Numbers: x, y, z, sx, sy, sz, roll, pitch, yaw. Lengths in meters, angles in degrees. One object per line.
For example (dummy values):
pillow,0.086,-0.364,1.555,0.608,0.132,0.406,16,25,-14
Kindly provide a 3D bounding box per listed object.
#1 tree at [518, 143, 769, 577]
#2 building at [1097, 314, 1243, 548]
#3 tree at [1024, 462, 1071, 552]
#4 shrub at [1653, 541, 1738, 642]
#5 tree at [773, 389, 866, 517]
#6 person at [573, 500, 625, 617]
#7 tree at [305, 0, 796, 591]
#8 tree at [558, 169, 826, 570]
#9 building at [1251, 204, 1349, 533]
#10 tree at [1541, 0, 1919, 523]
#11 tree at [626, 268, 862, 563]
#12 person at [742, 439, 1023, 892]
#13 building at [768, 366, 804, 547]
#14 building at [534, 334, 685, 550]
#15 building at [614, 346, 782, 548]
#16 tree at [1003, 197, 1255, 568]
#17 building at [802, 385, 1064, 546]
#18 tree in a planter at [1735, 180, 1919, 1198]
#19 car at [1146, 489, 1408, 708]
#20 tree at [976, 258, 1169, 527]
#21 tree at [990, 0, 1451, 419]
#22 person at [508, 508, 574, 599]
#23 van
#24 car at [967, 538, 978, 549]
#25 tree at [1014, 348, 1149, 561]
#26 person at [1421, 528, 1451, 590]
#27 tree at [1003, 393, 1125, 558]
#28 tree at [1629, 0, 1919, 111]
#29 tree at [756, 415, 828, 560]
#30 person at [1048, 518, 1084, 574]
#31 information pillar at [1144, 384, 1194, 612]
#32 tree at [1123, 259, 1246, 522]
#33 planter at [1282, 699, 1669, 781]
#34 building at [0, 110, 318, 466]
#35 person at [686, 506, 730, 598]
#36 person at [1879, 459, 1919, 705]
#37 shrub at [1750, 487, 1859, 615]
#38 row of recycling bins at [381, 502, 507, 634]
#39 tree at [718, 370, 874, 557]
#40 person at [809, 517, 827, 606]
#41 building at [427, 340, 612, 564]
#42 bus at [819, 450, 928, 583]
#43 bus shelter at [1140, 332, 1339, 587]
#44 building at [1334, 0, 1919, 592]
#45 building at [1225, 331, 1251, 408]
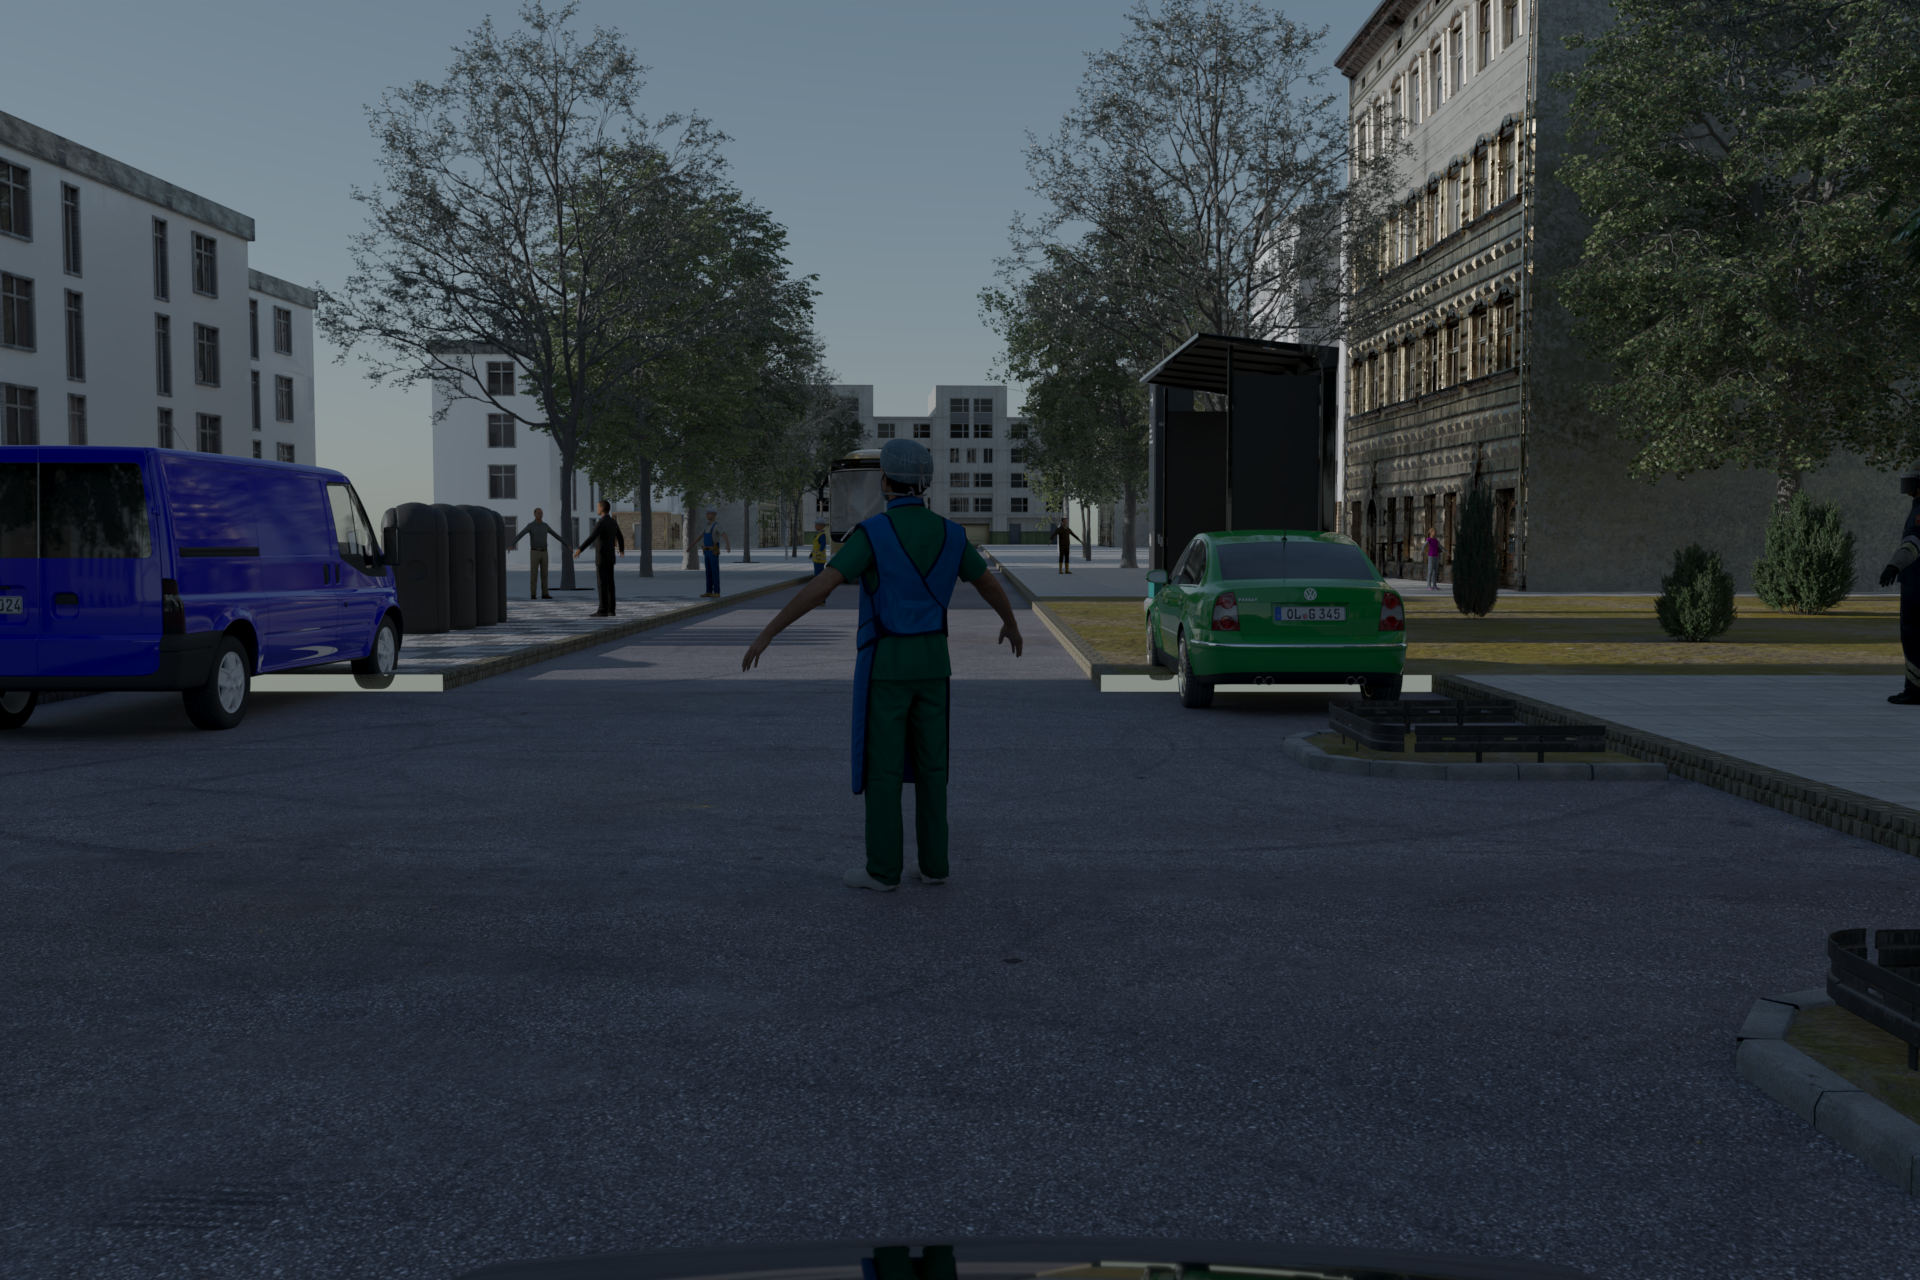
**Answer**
tree,-9.746,-8.146,51.321,7.486,12.596,7.792,0,3,0
building,23.875,-20.952,173.490,19.493,23.208,18.063,0,3,0
tree,6.766,-10.411,120.577,4.737,8.622,4.395,0,3,0
shrub,8.768,-0.582,20.633,1.383,1.207,1.383,0,3,0
tree,-8.657,-10.773,110.547,7.601,10.594,8.767,-1,4,-11
person,-5.541,-1.266,26.922,0.704,1.802,1.346,1,4,21
tree,-8.977,-7.882,39.246,12.009,13.543,11.850,0,3,0
tree,-9.561,-9.487,61.765,9.857,13.997,8.962,0,3,0
building,22.078,-14.906,100.128,16.016,20.090,11.380,0,3,0
tree,15.942,-7.732,33.081,9.857,13.997,8.962,0,3,0
tree,-9.433,-10.172,76.690,12.009,13.543,11.850,0,3,0
person,-0.245,0.094,7.050,1.347,1.817,0.704,-2,4,-35
building,-26.582,-21.510,182.616,19.493,23.208,18.063,0,4,0
building,-28.500,-17.391,140.767,16.016,20.090,11.380,0,4,1
building,-27.266,-20.361,163.837,19.493,23.208,18.063,0,3,0
tree,6.412,-9.692,65.124,9.857,13.997,8.962,0,3,0
building,-3.451,-21.000,212.263,31.486,18.905,16.747,0,4,-4
tree in a planter,3.057,-0.422,4.127,1.991,3.239,1.994,0,4,0
car,2.721,-0.418,15.624,1.959,1.807,4.718,0,4,0
tree,7.100,-15.392,107.550,12.611,20.169,13.585,0,3,0
tree,5.722,-7.757,37.195,12.009,13.543,11.850,0,3,0
person,-8.277,-1.702,34.097,1.348,1.796,0.705,-2,4,-35
van,-6.260,-0.609,14.348,2.240,2.365,5.245,0,4,0
car,-0.257,-3.398,68.140,1.945,1.354,3.894,0,3,0
tree,6.341,-9.041,82.225,8.767,10.594,7.601,3,4,38
person,10.919,-1.867,39.791,0.991,1.433,0.599,-2,4,-35
tree,6.696,-9.679,92.671,8.767,10.594,7.601,0,4,-5
tree,9.239,-6.223,12.110,12.009,13.543,11.850,0,3,0
tree,-8.727,-8.367,87.167,4.737,8.622,4.395,0,3,0
person,3.370,-3.029,55.669,1.346,1.812,0.704,-2,4,-29
information pillar,3.437,-2.378,28.251,0.750,3.857,0.750,0,4,-2
tree,6.082,-5.910,46.986,4.360,8.622,3.978,0,3,0
planter,3.121,0.617,11.051,1.991,0.319,1.994,0,4,0
building,-23.296,-6.371,46.313,9.099,9.664,28.070,0,4,1
person,-5.032,-1.781,34.976,1.347,1.847,0.705,3,5,43
person,7.233,-0.442,13.096,0.704,1.845,1.351,3,5,40
shrub,13.425,-1.415,27.557,1.690,2.028,1.600,0,3,0
row of recycling bins,-7.012,-1.023,23.841,1.069,1.692,3.534,0,4,1
tree,-9.092,-9.804,94.711,8.767,10.594,7.601,-1,4,-9
person,-2.870,-1.563,34.476,0.721,1.772,1.216,-1,4,-12
building,-22.335,-8.982,89.002,9.099,9.664,28.070,0,4,0
bus,-2.422,-3.825,54.084,2.896,3.916,12.252,0,4,0
bus shelter,3.611,-1.959,23.316,1.731,3.624,6.357,0,4,0
building,21.694,-13.194,46.658,19.493,23.208,18.063,0,3,0
building,25.244,-18.374,156.829,16.016,20.090,11.380,0,4,1
